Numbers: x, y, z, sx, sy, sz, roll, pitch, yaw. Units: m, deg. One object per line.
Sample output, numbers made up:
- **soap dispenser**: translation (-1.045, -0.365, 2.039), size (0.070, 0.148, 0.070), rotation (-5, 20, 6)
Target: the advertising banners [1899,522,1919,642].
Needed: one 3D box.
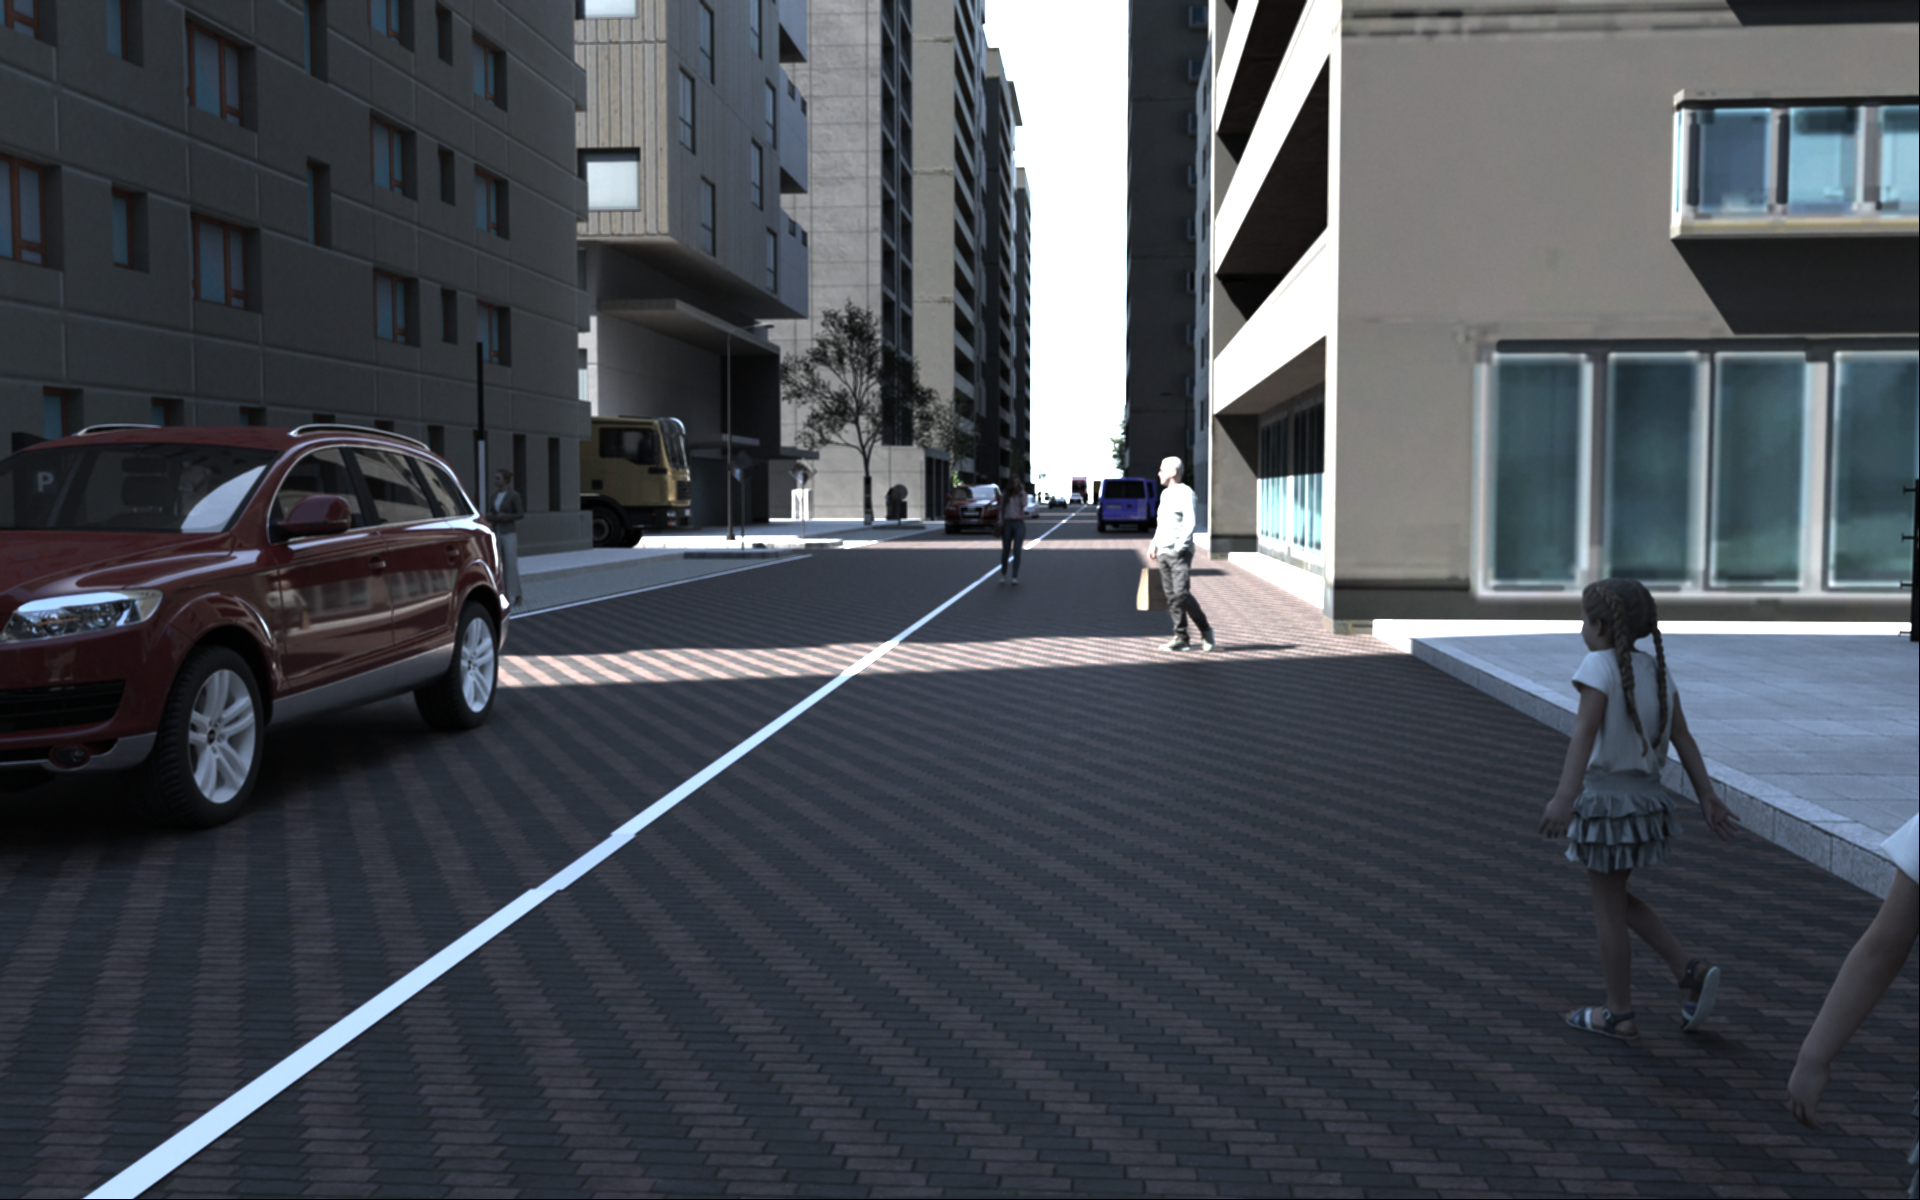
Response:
- **advertising banners**: translation (9.123, -1.124, 14.564), size (2.074, 3.025, 0.090), rotation (2, 4, 26)

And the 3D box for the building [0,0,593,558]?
- **building**: translation (-24.048, -11.126, 26.958), size (28.899, 21.520, 27.650), rotation (0, 4, 5)

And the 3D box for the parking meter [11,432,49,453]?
- **parking meter**: translation (-8.820, -0.667, 16.615), size (0.255, 1.863, 0.399), rotation (2, 4, 32)

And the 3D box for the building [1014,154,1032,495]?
- **building**: translation (-1.022, -37.932, 243.897), size (21.300, 48.544, 21.600), rotation (0, 4, 5)

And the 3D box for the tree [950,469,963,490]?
- **tree**: translation (-0.457, -7.777, 121.757), size (1.663, 3.219, 1.824), rotation (0, 3, 0)

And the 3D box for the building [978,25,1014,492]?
- **building**: translation (-5.867, -34.153, 182.108), size (21.300, 48.544, 21.600), rotation (0, 4, 5)

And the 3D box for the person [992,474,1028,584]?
- **person**: translation (0.816, -1.143, 27.779), size (0.593, 1.750, 0.643), rotation (0, 4, 8)

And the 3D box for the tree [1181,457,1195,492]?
- **tree**: translation (13.029, -6.388, 99.044), size (1.663, 3.219, 1.824), rotation (0, 3, 0)

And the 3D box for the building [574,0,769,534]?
- **building**: translation (-20.599, -28.932, 62.272), size (28.713, 52.752, 27.495), rotation (0, 4, 5)

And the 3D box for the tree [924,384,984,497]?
- **tree**: translation (-0.601, -10.152, 116.355), size (4.360, 8.622, 3.978), rotation (0, 3, 0)

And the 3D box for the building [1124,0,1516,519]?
- **building**: translation (21.317, -29.687, 109.077), size (21.300, 48.544, 21.600), rotation (0, 4, 5)

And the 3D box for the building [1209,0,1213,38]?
- **building**: translation (19.338, -26.501, 83.399), size (14.600, 45.320, 14.200), rotation (0, 4, 5)

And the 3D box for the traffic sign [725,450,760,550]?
- **traffic sign**: translation (-4.937, -2.184, 39.343), size (0.795, 2.450, 0.064), rotation (0, 4, 5)

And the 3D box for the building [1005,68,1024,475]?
- **building**: translation (-6.829, -38.558, 219.660), size (28.713, 52.752, 27.495), rotation (0, 4, 5)

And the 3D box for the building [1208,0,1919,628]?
- **building**: translation (15.278, -24.590, 25.747), size (21.300, 48.544, 21.600), rotation (0, 4, 5)

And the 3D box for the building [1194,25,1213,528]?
- **building**: translation (23.453, -13.154, 60.107), size (28.899, 21.520, 27.650), rotation (0, 4, 5)

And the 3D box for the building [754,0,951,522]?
- **building**: translation (-11.120, -40.292, 97.026), size (20.563, 71.187, 20.611), rotation (0, 4, 5)

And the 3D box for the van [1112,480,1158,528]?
- **van**: translation (7.568, -4.349, 75.483), size (2.240, 2.365, 5.245), rotation (0, 4, 4)

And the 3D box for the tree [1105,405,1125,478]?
- **tree**: translation (20.586, -17.516, 204.506), size (7.486, 12.596, 7.792), rotation (0, 3, 0)

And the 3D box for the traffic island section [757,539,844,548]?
- **traffic island section**: translation (-4.307, -1.534, 47.365), size (2.009, 0.180, 2.903), rotation (0, 4, 5)

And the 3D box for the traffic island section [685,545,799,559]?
- **traffic island section**: translation (-4.961, -1.047, 39.407), size (2.009, 0.180, 2.903), rotation (0, 4, 5)

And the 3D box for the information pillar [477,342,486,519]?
- **information pillar**: translation (-7.444, -2.178, 26.960), size (0.183, 3.616, 0.504), rotation (-1, 4, -14)

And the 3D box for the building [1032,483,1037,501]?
- **building**: translation (-4.473, -35.197, 267.349), size (32.217, 40.220, 23.993), rotation (0, 4, 5)

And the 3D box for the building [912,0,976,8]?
- **building**: translation (-10.195, -31.167, 133.288), size (21.300, 48.544, 21.600), rotation (0, 4, 5)

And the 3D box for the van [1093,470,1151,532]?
- **van**: translation (6.250, -3.807, 66.621), size (2.240, 2.365, 5.245), rotation (0, 4, 3)

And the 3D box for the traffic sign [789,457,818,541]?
- **traffic sign**: translation (-4.283, -2.670, 47.302), size (0.795, 2.450, 0.064), rotation (0, 4, 5)

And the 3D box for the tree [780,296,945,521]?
- **tree**: translation (-4.399, -9.009, 81.717), size (8.767, 10.594, 7.601), rotation (-3, 5, -39)

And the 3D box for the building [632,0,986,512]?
- **building**: translation (-11.720, -34.779, 157.868), size (28.713, 52.752, 27.495), rotation (0, 4, 5)

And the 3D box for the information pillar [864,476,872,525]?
- **information pillar**: translation (-3.804, -4.086, 71.305), size (0.304, 2.012, 0.304), rotation (-1, 4, -9)

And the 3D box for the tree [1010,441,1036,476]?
- **tree**: translation (5.285, -15.224, 199.272), size (4.737, 8.622, 4.395), rotation (0, 3, 0)

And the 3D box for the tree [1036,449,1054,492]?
- **tree**: translation (13.188, -20.252, 281.476), size (4.737, 8.622, 4.395), rotation (0, 3, 0)
